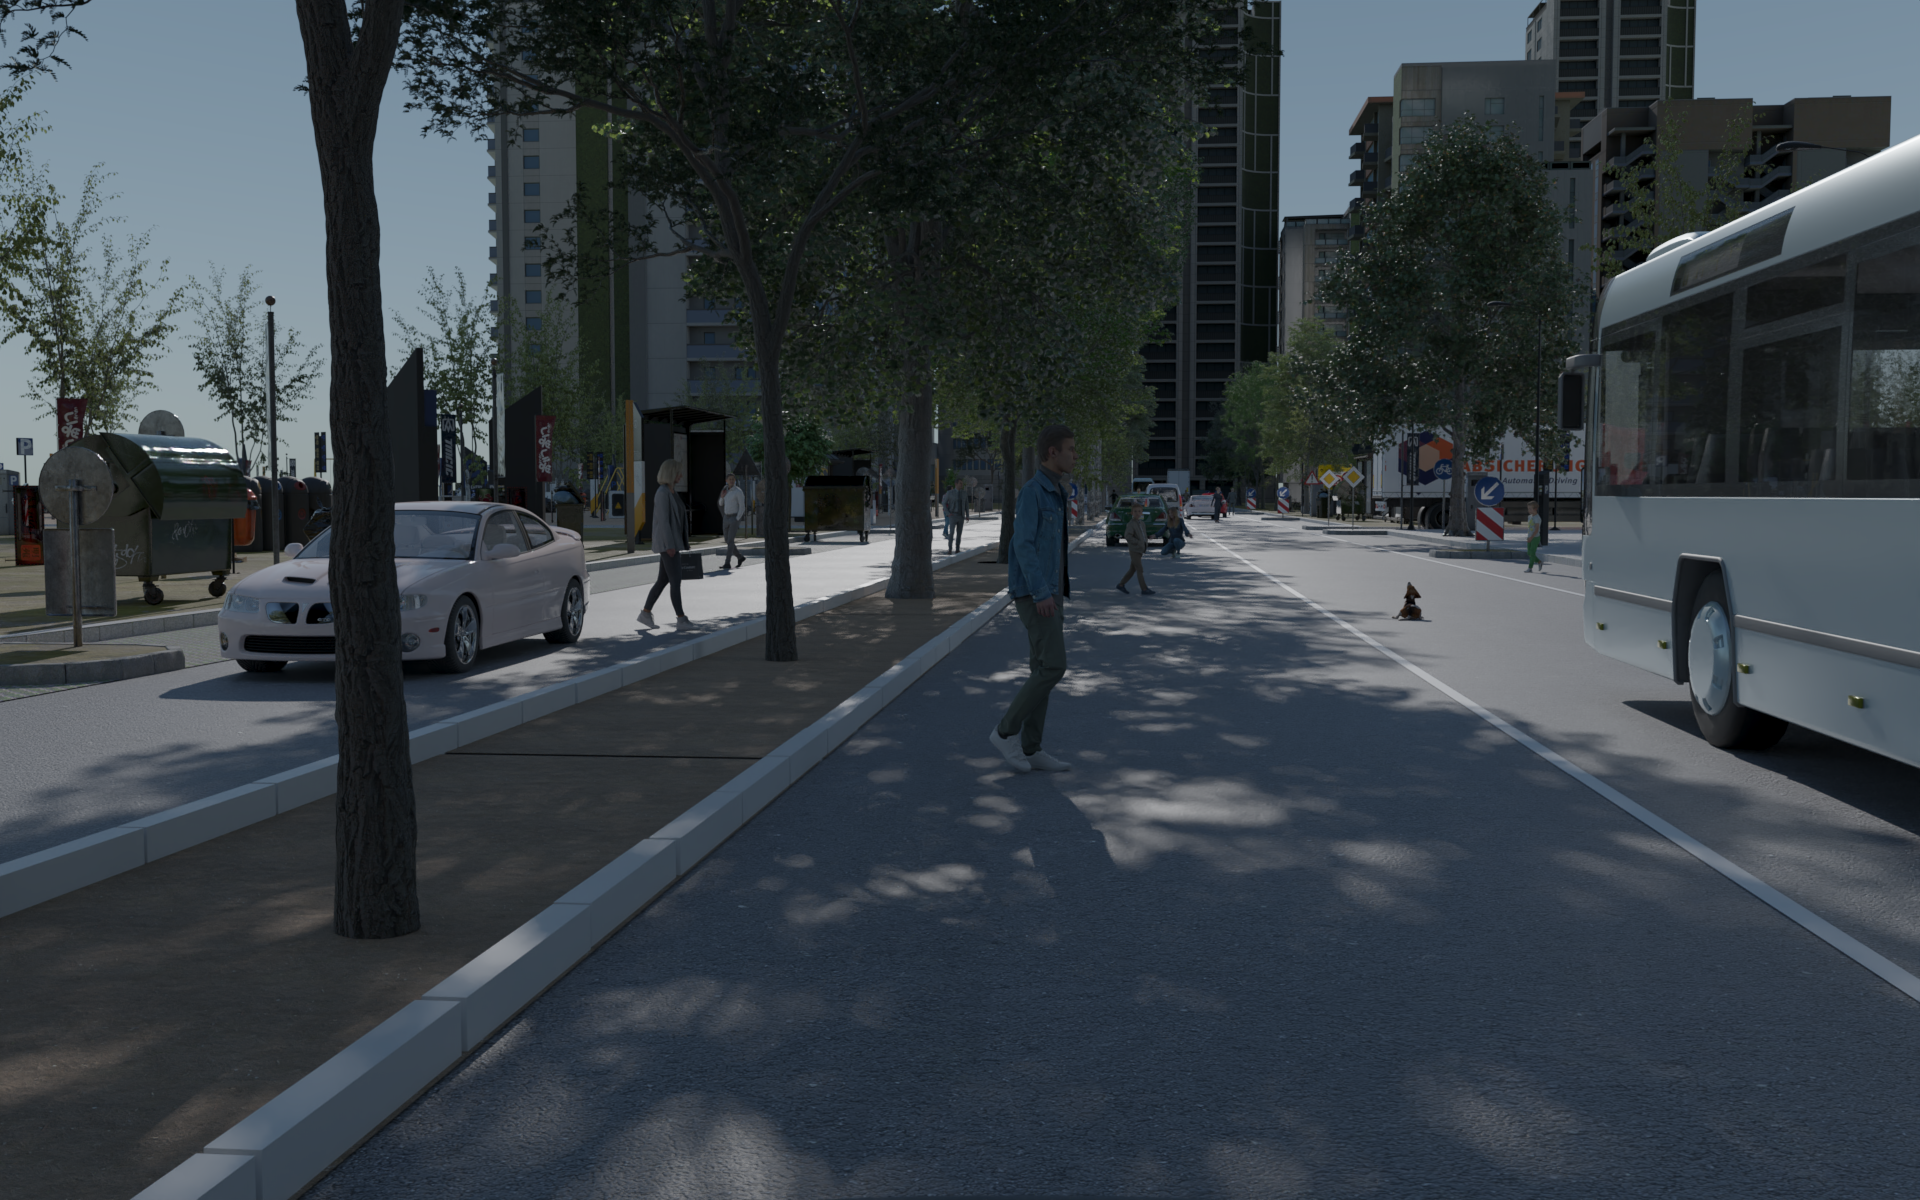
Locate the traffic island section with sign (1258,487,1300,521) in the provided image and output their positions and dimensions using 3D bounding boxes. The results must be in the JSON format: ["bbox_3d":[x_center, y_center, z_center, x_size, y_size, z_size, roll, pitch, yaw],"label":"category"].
[{"bbox_3d":[17.412,-5.235,94.217,1.989,1.847,2.006,0,4,6],"label":"traffic island section with sign"}]

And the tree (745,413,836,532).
[{"bbox_3d":[-5.791,-4.576,58.537,4.285,4.588,4.351,0,3,0],"label":"tree"}]

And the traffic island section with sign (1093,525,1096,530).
[{"bbox_3d":[4.506,-3.813,70.480,2.006,1.907,1.989,0,4,6],"label":"traffic island section with sign"}]

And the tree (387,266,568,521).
[{"bbox_3d":[-15.916,-6.413,55.210,4.737,8.622,4.395,0,3,0],"label":"tree"}]

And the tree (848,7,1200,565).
[{"bbox_3d":[1.059,-6.535,35.057,9.928,11.665,9.643,0,3,0],"label":"tree"}]

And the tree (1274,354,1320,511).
[{"bbox_3d":[23.801,-12.519,130.438,9.928,11.665,9.643,0,3,0],"label":"tree"}]

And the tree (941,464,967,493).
[{"bbox_3d":[-0.535,-7.110,110.851,1.663,3.219,1.824,0,3,0],"label":"tree"}]

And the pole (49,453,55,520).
[{"bbox_3d":[-45.434,-5.678,86.683,0.158,3.312,0.155,0,3,0],"label":"pole"}]

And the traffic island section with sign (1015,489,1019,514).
[{"bbox_3d":[3.914,-6.978,122.721,1.989,1.847,2.006,0,4,6],"label":"traffic island section with sign"}]

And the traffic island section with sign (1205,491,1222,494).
[{"bbox_3d":[25.428,-9.958,171.443,1.989,1.847,2.006,0,4,6],"label":"traffic island section with sign"}]

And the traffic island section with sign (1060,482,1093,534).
[{"bbox_3d":[3.732,-3.362,63.113,2.006,1.907,1.989,0,4,6],"label":"traffic island section with sign"}]

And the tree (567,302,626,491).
[{"bbox_3d":[-14.803,-6.789,61.357,4.737,8.622,4.395,0,3,0],"label":"tree"}]

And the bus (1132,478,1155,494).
[{"bbox_3d":[21.992,-13.000,207.403,2.948,3.499,13.247,0,4,7],"label":"bus"}]

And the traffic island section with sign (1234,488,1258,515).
[{"bbox_3d":[20.200,-6.875,121.028,1.989,1.847,2.006,0,4,6],"label":"traffic island section with sign"}]

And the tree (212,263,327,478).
[{"bbox_3d":[-22.669,-6.402,55.039,4.360,8.622,3.978,0,3,0],"label":"tree"}]

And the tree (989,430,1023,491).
[{"bbox_3d":[4.142,-12.025,146.969,4.360,8.622,3.978,0,3,0],"label":"tree"}]

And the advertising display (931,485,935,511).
[{"bbox_3d":[-2.495,-8.309,141.067,0.974,1.923,0.123,-2,4,-32],"label":"advertising display"}]

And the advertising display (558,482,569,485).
[{"bbox_3d":[-21.823,-5.513,95.356,0.123,1.923,0.974,3,4,36],"label":"advertising display"}]

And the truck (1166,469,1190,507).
[{"bbox_3d":[24.868,-12.747,197.328,2.839,4.237,11.283,0,4,7],"label":"truck"}]

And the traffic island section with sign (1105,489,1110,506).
[{"bbox_3d":[12.255,-8.384,145.219,2.006,1.907,1.989,0,4,6],"label":"traffic island section with sign"}]

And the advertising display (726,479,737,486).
[{"bbox_3d":[-9.907,-4.157,73.187,0.974,1.923,0.123,-1,4,-13],"label":"advertising display"}]

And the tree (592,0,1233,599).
[{"bbox_3d":[-0.678,-6.998,23.530,9.857,13.997,8.962,0,3,0],"label":"tree"}]

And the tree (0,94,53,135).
[{"bbox_3d":[-16.831,-4.754,28.097,4.360,8.622,3.978,0,3,0],"label":"tree"}]

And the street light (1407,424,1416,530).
[{"bbox_3d":[15.496,-5.436,61.420,1.470,5.913,1.316,0,4,6],"label":"street light"}]

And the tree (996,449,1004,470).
[{"bbox_3d":[4.944,-13.035,163.489,4.737,8.622,4.395,0,3,0],"label":"tree"}]

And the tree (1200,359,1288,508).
[{"bbox_3d":[26.994,-15.115,157.504,12.009,13.543,11.850,0,3,0],"label":"tree"}]

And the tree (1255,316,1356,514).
[{"bbox_3d":[22.578,-11.766,110.503,7.486,12.596,7.792,0,3,0],"label":"tree"}]

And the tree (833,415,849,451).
[{"bbox_3d":[-7.019,-10.871,128.103,4.360,8.622,3.978,0,3,0],"label":"tree"}]

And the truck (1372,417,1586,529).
[{"bbox_3d":[21.250,-4.627,64.568,11.283,4.237,2.839,0,4,5],"label":"truck"}]

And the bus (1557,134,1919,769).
[{"bbox_3d":[5.146,-0.731,6.811,2.948,3.499,13.247,0,4,6],"label":"bus"}]

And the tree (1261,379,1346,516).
[{"bbox_3d":[20.757,-9.228,101.233,4.360,8.622,3.978,0,3,0],"label":"tree"}]

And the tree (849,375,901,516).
[{"bbox_3d":[-4.223,-9.347,103.190,4.360,8.622,3.978,0,3,0],"label":"tree"}]

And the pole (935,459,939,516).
[{"bbox_3d":[-1.334,-6.493,100.009,0.158,3.312,0.155,0,3,0],"label":"pole"}]

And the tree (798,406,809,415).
[{"bbox_3d":[-9.804,-10.247,117.908,4.737,8.622,4.395,0,3,0],"label":"tree"}]

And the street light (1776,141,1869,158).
[{"bbox_3d":[11.454,-3.082,22.931,1.470,5.913,1.316,0,4,6],"label":"street light"}]

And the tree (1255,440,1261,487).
[{"bbox_3d":[25.389,-11.504,138.455,4.360,8.622,3.978,0,3,0],"label":"tree"}]

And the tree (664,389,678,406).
[{"bbox_3d":[-16.355,-9.568,106.806,4.737,8.622,4.395,0,3,0],"label":"tree"}]

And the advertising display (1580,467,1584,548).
[{"bbox_3d":[15.062,-2.195,41.096,0.123,1.923,0.974,-1,4,-15],"label":"advertising display"}]

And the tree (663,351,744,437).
[{"bbox_3d":[-13.041,-8.484,89.084,4.360,8.622,3.978,0,3,0],"label":"tree"}]

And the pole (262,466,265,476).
[{"bbox_3d":[-51.294,-8.185,127.674,0.158,3.312,0.155,0,3,0],"label":"pole"}]

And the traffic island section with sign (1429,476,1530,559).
[{"bbox_3d":[11.702,-1.866,39.145,1.989,1.847,2.006,0,4,6],"label":"traffic island section with sign"}]

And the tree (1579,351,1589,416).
[{"bbox_3d":[29.352,-7.752,77.106,4.360,8.622,3.978,0,3,0],"label":"tree"}]

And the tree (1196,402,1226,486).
[{"bbox_3d":[30.757,-16.738,190.667,9.611,12.733,9.660,0,3,0],"label":"tree"}]

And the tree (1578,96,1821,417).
[{"bbox_3d":[13.993,-5.038,32.732,4.737,8.622,4.395,0,3,0],"label":"tree"}]

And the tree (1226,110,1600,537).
[{"bbox_3d":[15.003,-8.262,52.090,9.611,12.733,9.660,0,3,0],"label":"tree"}]

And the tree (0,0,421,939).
[{"bbox_3d":[-1.847,-4.209,5.693,8.767,10.594,7.601,0,4,6],"label":"tree"}]

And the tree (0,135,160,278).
[{"bbox_3d":[-19.394,-5.364,38.058,4.360,8.622,3.978,0,3,0],"label":"tree"}]

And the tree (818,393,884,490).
[{"bbox_3d":[-6.528,-9.764,110.004,4.737,8.622,4.395,0,3,0],"label":"tree"}]

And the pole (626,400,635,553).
[{"bbox_3d":[-7.165,-2.679,37.642,0.158,3.312,0.155,0,3,0],"label":"pole"}]

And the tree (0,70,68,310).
[{"bbox_3d":[-14.175,-4.405,22.379,4.737,8.622,4.395,0,3,0],"label":"tree"}]

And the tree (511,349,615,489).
[{"bbox_3d":[-19.854,-8.386,87.476,4.360,8.622,3.978,0,3,0],"label":"tree"}]

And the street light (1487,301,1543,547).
[{"bbox_3d":[13.404,-4.239,41.844,1.470,5.913,1.316,0,4,6],"label":"street light"}]

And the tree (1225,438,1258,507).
[{"bbox_3d":[29.260,-13.863,177.023,4.737,8.622,4.395,0,3,0],"label":"tree"}]

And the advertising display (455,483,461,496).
[{"bbox_3d":[-28.764,-5.768,99.519,0.123,1.923,0.974,-3,4,-37],"label":"advertising display"}]

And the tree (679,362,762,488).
[{"bbox_3d":[-12.465,-8.877,95.501,4.737,8.622,4.395,0,3,0],"label":"tree"}]

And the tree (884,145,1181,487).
[{"bbox_3d":[1.661,-7.536,43.804,7.486,12.596,7.792,0,3,0],"label":"tree"}]
